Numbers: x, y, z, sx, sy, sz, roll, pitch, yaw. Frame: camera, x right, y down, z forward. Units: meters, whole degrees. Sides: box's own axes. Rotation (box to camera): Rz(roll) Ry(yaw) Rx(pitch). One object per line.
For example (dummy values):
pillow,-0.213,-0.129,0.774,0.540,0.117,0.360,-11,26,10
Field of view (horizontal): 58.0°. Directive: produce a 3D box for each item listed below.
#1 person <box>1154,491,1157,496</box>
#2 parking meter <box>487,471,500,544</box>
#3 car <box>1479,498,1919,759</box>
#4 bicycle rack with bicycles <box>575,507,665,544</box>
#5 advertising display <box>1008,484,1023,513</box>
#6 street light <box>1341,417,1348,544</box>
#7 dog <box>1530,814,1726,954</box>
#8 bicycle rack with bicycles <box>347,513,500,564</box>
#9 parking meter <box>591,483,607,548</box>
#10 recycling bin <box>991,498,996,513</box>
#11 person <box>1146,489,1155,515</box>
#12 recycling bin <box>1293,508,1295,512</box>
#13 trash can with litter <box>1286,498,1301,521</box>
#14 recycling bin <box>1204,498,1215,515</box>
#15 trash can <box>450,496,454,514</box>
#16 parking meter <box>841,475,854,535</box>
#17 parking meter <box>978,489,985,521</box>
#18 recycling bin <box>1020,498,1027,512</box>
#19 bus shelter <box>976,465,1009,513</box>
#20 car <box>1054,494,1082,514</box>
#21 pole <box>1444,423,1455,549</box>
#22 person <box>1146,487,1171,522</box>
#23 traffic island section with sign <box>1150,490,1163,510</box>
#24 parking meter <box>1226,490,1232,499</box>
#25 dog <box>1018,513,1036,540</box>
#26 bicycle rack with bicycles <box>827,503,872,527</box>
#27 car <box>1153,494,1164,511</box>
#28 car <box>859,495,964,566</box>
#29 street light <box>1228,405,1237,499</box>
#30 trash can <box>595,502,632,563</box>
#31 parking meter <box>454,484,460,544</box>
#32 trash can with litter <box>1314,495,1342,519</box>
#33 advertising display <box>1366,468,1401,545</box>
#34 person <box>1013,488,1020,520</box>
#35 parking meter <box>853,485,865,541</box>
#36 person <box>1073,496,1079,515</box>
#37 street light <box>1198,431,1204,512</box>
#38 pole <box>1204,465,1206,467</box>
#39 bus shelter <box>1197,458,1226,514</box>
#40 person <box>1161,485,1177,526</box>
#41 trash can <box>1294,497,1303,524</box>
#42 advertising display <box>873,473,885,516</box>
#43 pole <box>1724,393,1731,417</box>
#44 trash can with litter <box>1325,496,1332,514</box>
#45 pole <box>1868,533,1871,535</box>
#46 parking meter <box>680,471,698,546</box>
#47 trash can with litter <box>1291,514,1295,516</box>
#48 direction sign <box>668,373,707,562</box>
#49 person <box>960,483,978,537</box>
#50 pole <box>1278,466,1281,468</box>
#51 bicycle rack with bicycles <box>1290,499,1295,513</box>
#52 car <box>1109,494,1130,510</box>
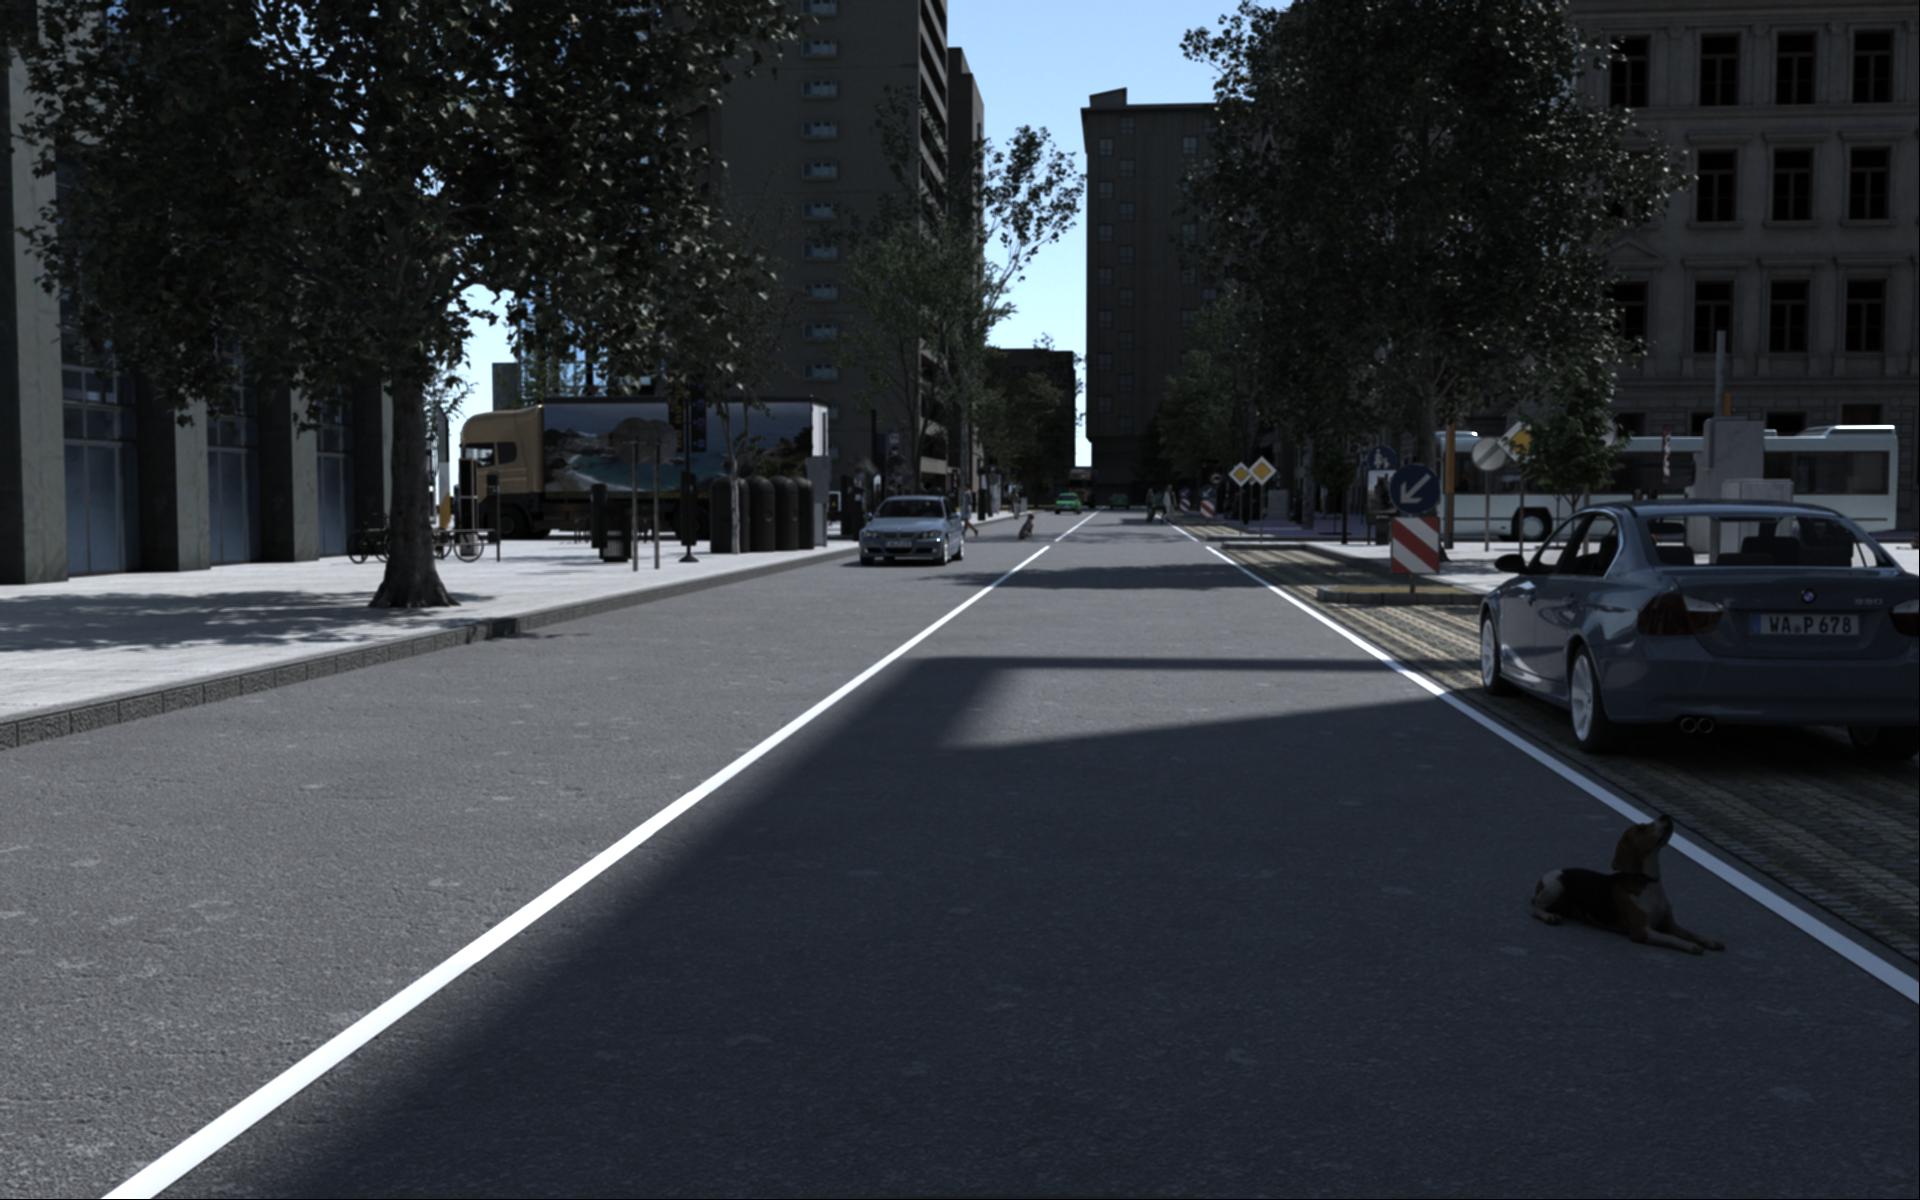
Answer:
person,19.313,-9.853,170.311,0.721,1.735,1.217,1,4,21
parking meter,-11.858,-2.344,44.028,0.255,1.863,0.399,0,4,-4
car,4.427,0.080,10.699,2.014,1.417,4.499,0,4,6
bicycle rack with bicycles,-9.105,-1.993,45.962,2.852,0.926,2.925,0,4,-8
advertising display,4.243,-7.598,129.433,0.974,1.923,0.123,-2,4,-28
street light,9.864,-4.372,44.268,0.468,5.910,1.993,0,4,5
dog,2.195,0.882,5.767,0.550,0.427,0.748,1,4,12
bicycle rack with bicycles,-10.178,-1.174,32.583,2.852,0.926,2.925,3,5,39
parking meter,-8.567,-2.000,41.113,0.372,1.533,0.369,0,3,0
recycling bin,1.976,-6.357,116.491,0.722,1.027,0.722,-1,4,-21
person,12.929,-6.623,116.966,0.709,1.800,0.728,3,4,36
recycling bin,24.465,-6.880,125.042,0.722,1.027,0.722,1,4,15
trash can with litter,16.000,-4.314,81.927,1.055,1.170,0.624,-2,4,-28
recycling bin,15.689,-5.874,108.599,0.722,1.027,0.722,0,4,2
trash can,-31.486,-5.883,107.833,0.748,1.137,0.748,0,3,0
parking meter,-3.489,-2.940,53.774,0.255,1.863,0.399,3,5,44
parking meter,1.044,-4.604,83.692,0.372,1.533,0.369,0,3,0
recycling bin,4.232,-6.653,121.337,0.722,1.027,0.722,-1,4,-22
bus shelter,2.311,-7.830,121.941,2.014,3.302,5.546,0,4,5
car,7.735,-7.030,123.744,1.959,1.807,4.718,0,4,6
pole,11.374,-2.837,40.225,0.158,3.312,0.155,0,3,0
person,10.119,-4.836,87.788,1.509,1.804,0.699,-1,4,-19
traffic island section with sign,18.173,-8.930,154.629,1.989,1.847,2.006,0,4,5
parking meter,16.179,-5.862,104.261,0.372,1.533,0.369,0,3,0
dog,1.983,-2.320,54.769,0.800,0.831,0.513,0,4,4
bicycle rack with bicycles,-3.827,-3.352,68.193,2.925,0.926,2.852,1,4,19
car,17.070,-8.387,145.925,1.959,1.807,4.718,0,4,6
car,-0.950,-1.484,36.269,2.014,1.417,4.499,0,4,7
street light,14.224,-7.178,90.153,0.468,5.910,1.993,0,4,5
trash can,-6.494,-1.283,32.631,0.748,1.137,0.748,0,3,0
parking meter,-12.855,-2.218,44.669,0.372,1.533,0.369,0,3,0
trash can with litter,18.647,-4.758,88.855,2.233,1.210,1.678,1,4,19
advertising display,10.658,-2.349,43.626,0.123,1.923,0.974,-3,5,-40
person,3.187,-5.394,97.241,0.362,1.759,0.519,1,4,22
parking meter,-2.723,-2.365,47.076,0.372,1.533,0.369,0,3,0
person,7.949,-6.449,118.187,0.590,1.304,0.306,-3,5,-39
street light,17.639,-9.453,127.344,0.468,5.910,1.993,0,4,5
pole,17.405,-7.904,123.078,0.158,3.312,0.155,0,3,0
bus shelter,16.904,-7.651,116.383,1.731,3.624,6.357,0,4,6
person,9.436,-4.274,78.251,0.818,1.842,0.514,3,5,43
trash can,14.518,-3.775,73.374,0.748,1.137,0.748,0,3,0
advertising display,-2.518,-2.968,53.742,0.123,1.923,0.974,-1,4,-17
pole,15.465,-2.522,35.085,0.158,3.312,0.155,0,3,0
trash can with litter,23.248,-5.978,109.129,0.624,1.170,1.055,1,4,17
pole,27.933,-3.634,53.257,0.158,3.312,0.155,0,3,0
parking meter,-6.728,-2.283,43.033,0.399,1.863,0.255,-1,4,-16
trash can with litter,19.271,-5.348,98.499,1.678,1.210,2.233,-1,4,-18
direction sign,-5.129,-2.486,32.646,0.876,3.537,0.379,2,4,30
person,0.300,-3.018,57.941,0.778,1.811,0.616,2,4,31
pole,23.275,-8.109,126.420,0.158,3.312,0.155,0,3,0
bicycle rack with bicycles,22.943,-6.469,119.142,2.925,0.926,2.852,3,5,45
car,14.866,-9.321,161.198,1.959,1.807,4.718,0,4,5
